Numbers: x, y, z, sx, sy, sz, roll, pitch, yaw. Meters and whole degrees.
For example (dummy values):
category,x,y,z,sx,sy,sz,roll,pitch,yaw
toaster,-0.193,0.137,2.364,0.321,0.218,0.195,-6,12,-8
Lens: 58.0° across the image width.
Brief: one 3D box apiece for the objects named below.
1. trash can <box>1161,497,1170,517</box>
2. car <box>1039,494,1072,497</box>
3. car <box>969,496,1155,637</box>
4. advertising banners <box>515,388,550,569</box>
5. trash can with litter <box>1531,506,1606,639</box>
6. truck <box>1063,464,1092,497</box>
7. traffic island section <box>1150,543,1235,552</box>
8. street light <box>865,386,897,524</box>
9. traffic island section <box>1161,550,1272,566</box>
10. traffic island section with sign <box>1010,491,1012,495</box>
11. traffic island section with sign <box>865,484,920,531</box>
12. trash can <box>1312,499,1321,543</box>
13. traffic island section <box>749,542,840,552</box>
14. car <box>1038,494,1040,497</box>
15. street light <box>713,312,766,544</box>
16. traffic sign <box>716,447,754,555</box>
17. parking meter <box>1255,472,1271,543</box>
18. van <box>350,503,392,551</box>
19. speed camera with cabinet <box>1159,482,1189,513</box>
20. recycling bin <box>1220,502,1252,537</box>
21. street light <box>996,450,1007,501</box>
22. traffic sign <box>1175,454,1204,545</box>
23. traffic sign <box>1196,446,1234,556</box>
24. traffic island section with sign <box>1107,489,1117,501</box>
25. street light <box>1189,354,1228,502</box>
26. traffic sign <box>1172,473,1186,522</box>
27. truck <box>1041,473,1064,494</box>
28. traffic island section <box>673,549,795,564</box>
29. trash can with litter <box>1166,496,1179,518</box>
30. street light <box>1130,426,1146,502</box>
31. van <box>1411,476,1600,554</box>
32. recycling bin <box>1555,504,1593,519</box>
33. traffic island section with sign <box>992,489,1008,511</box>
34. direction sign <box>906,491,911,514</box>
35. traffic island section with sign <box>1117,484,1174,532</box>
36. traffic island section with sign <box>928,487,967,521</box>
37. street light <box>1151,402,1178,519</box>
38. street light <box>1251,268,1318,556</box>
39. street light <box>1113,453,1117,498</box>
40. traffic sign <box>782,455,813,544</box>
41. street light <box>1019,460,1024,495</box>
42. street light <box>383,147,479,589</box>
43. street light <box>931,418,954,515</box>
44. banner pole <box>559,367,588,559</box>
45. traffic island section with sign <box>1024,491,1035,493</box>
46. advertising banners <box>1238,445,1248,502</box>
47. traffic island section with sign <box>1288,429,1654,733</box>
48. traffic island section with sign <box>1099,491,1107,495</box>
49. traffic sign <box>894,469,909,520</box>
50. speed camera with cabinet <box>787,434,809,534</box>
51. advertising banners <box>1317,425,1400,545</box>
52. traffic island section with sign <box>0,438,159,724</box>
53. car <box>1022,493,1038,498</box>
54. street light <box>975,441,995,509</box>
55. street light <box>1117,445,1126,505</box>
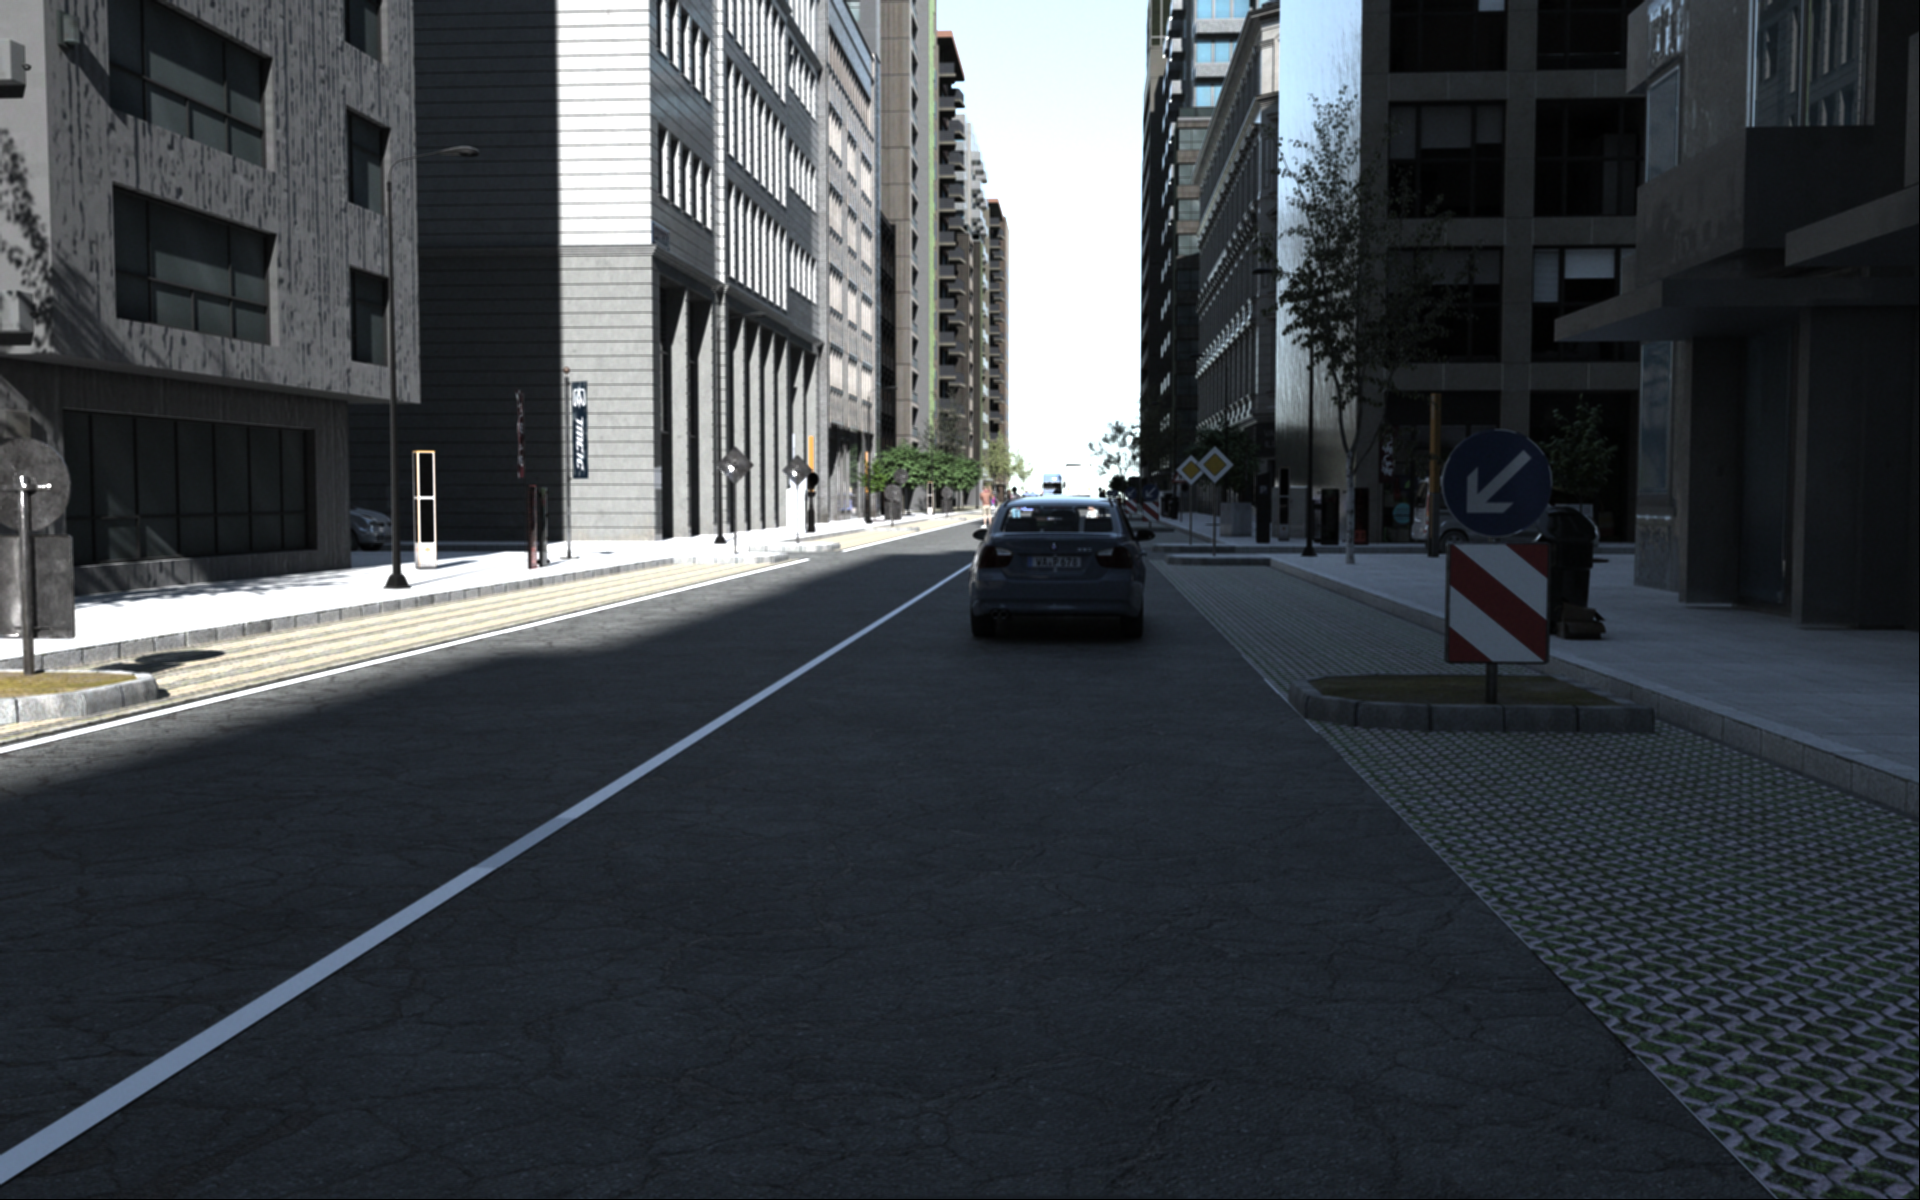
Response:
category,x,y,z,sx,sy,sz,roll,pitch,yaw
trash can,11.555,-5.217,96.957,0.748,1.137,0.748,0,3,0
car,3.527,-3.300,63.738,2.009,1.686,4.222,0,4,4
car,1.098,-0.407,18.663,2.014,1.417,4.499,0,4,5
advertising banners,-7.346,-2.052,29.730,0.090,3.025,2.074,0,4,0
trash can with litter,5.576,-0.262,15.669,0.624,1.170,1.055,0,4,-1
truck,11.330,-10.837,166.099,2.839,4.237,11.283,0,4,3
traffic island section,5.862,-1.322,43.891,2.009,0.180,2.903,0,4,4
street light,-3.400,-6.260,74.891,1.470,5.913,1.316,0,4,4
traffic island section,5.292,-0.835,35.926,2.009,0.180,2.903,0,4,4
traffic island section with sign,4.844,-9.935,171.063,1.989,1.847,2.006,0,4,4
traffic island section with sign,-2.596,-3.575,67.075,1.989,1.847,2.006,0,4,4
trash can,9.618,-2.095,45.904,0.748,1.137,0.748,0,3,0
traffic island section,-4.203,-1.366,44.613,2.009,0.180,2.903,0,4,4
car,6.941,-9.034,159.708,2.014,1.417,4.499,0,4,3
street light,-5.649,-4.399,44.473,1.470,5.913,1.316,0,4,4
traffic sign,-4.749,-2.015,36.585,0.795,2.450,0.064,0,4,4
parking meter,7.929,-2.427,45.395,0.399,1.863,0.255,1,4,10
van,-15.926,-2.155,42.246,4.112,2.044,2.013,0,4,5
speed camera with cabinet,14.346,-7.450,116.141,2.038,3.252,0.660,-2,4,-25
recycling bin,8.380,-2.450,52.605,0.722,1.027,0.722,-2,4,-24
street light,4.202,-12.835,182.388,1.470,5.913,1.316,0,4,4
traffic sign,5.838,-2.457,43.816,0.795,2.450,0.064,0,4,4
traffic sign,5.268,-1.970,35.851,0.795,2.450,0.064,0,4,4
traffic island section with sign,9.081,-5.181,93.336,1.989,1.847,2.006,0,4,4
street light,8.287,-5.194,57.460,1.470,5.913,1.316,0,4,4
traffic sign,10.158,-4.862,79.498,0.884,2.594,0.081,1,4,10
truck,12.103,-14.647,229.238,2.967,4.110,18.799,0,4,2
traffic island section,-4.773,-0.879,36.649,2.009,0.180,2.903,0,4,4
trash can with litter,11.280,-4.965,92.567,0.624,1.170,1.055,-1,4,-17
street light,12.534,-8.916,118.315,1.470,5.913,1.316,0,4,4
van,12.556,-2.009,39.863,4.112,2.044,2.013,0,4,2
recycling bin,15.504,-1.909,43.774,0.722,1.027,0.722,0,4,-2
traffic island section with sign,2.865,-8.245,143.441,1.989,1.847,2.006,0,4,4
direction sign,-3.257,-7.186,109.495,0.876,3.537,0.379,-1,4,-12
traffic island section with sign,7.108,-3.501,65.868,1.989,1.847,2.006,0,4,4
traffic island section with sign,-0.664,-5.230,94.135,1.989,1.847,2.006,0,4,4
street light,10.371,-7.055,87.890,1.470,5.913,1.316,0,4,4
street light,6.686,-3.863,35.700,1.470,5.913,1.316,0,4,4
street light,18.055,-13.606,194.998,1.470,5.913,1.316,0,4,4
traffic sign,-4.179,-2.502,44.550,0.795,2.450,0.064,0,4,4
street light,8.016,-16.075,235.366,1.470,5.913,1.316,0,4,4
street light,-7.123,-3.108,23.351,1.470,5.913,1.316,0,4,4
street light,-1.169,-8.145,105.713,1.470,5.913,1.316,0,4,4
banner pole,-7.573,-2.695,34.080,0.863,3.779,0.401,3,5,40
traffic island section with sign,10.695,-14.932,252.771,1.989,1.847,2.006,0,4,4
advertising banners,9.995,-3.973,61.144,0.090,3.025,2.074,1,4,17
traffic island section with sign,3.210,-0.164,11.307,1.989,1.847,2.006,0,4,4
traffic island section with sign,12.621,-8.209,142.844,1.989,1.847,2.006,0,4,4
traffic sign,-2.942,-5.277,86.392,0.768,2.556,0.104,1,4,9
speed camera with cabinet,-5.239,-3.773,56.029,0.660,3.252,2.038,0,4,-1
advertising banners,10.035,-2.900,43.601,2.074,3.025,0.090,0,4,-4
traffic island section with sign,-6.571,-0.179,11.555,1.989,1.847,2.006,0,4,4
car,5.542,-7.767,136.581,1.945,1.707,3.694,0,4,2
street light,2.047,-10.974,151.962,1.470,5.913,1.316,0,4,4
street light,15.970,-11.745,164.568,1.470,5.913,1.316,0,4,4
